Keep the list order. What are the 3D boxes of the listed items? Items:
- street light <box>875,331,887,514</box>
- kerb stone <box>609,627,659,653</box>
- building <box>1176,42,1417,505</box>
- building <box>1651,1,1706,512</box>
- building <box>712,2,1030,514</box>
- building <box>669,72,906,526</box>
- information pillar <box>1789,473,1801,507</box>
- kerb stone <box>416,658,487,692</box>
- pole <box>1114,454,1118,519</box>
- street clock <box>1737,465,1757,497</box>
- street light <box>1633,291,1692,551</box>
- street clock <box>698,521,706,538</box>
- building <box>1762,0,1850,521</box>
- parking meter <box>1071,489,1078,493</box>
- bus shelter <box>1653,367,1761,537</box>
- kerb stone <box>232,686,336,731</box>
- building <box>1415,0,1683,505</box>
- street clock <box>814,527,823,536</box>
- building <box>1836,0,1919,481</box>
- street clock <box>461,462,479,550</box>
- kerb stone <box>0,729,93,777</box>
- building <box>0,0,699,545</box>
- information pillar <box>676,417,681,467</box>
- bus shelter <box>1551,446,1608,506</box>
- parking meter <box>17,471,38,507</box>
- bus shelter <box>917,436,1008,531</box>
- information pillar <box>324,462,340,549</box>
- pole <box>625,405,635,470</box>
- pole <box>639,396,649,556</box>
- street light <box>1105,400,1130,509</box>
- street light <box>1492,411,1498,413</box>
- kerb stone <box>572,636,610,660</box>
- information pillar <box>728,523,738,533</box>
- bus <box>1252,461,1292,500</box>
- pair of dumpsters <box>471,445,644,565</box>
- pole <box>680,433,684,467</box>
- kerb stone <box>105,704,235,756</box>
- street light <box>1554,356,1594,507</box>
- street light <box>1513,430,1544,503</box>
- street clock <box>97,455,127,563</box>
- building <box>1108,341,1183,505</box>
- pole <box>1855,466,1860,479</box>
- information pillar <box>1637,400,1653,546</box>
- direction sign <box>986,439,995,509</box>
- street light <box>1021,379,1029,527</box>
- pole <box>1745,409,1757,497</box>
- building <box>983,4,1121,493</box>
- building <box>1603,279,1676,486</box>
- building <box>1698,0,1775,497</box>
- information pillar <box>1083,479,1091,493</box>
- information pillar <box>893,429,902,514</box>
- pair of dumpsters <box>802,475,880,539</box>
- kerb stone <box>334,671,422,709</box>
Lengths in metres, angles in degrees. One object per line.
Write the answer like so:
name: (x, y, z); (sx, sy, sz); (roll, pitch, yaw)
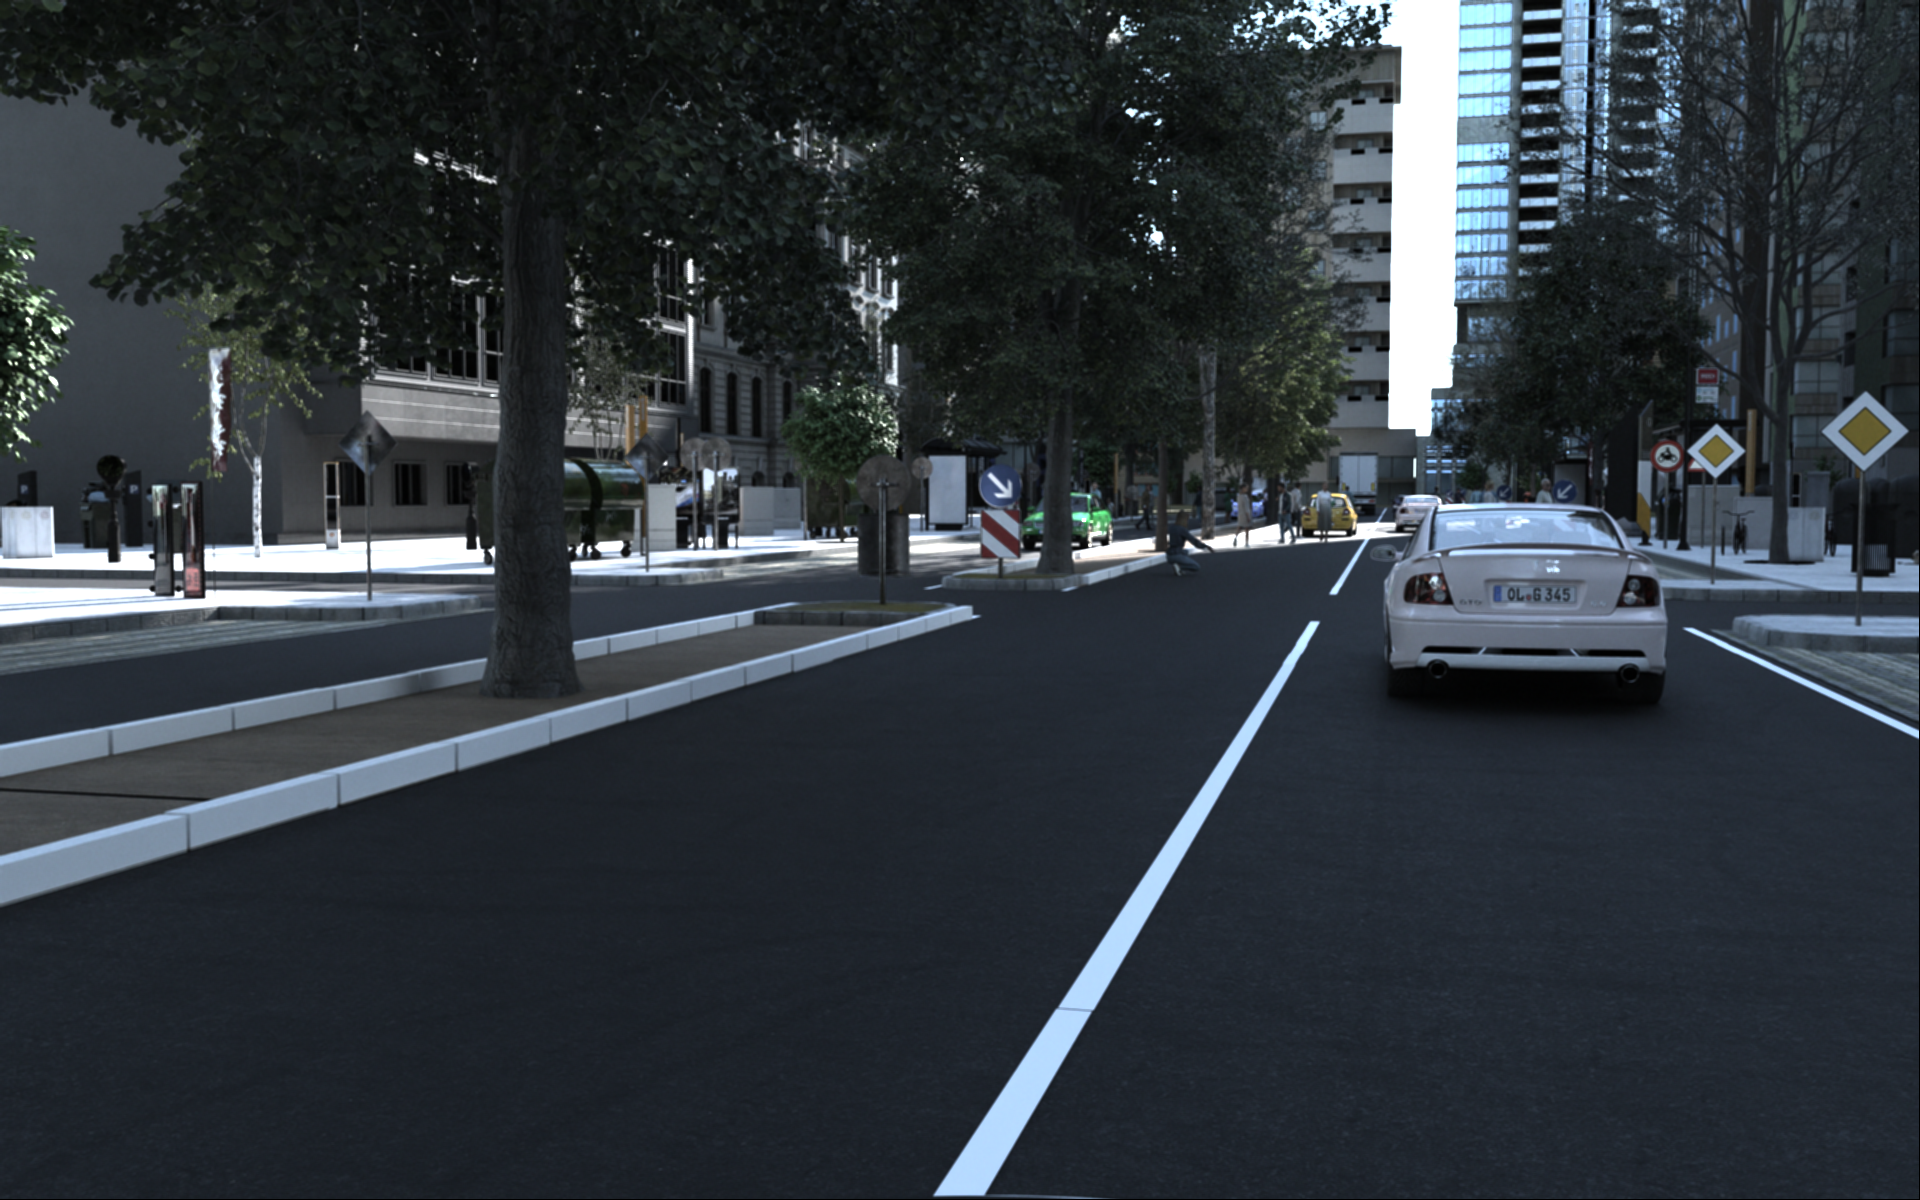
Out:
street light: (-1.791, -4.613, 47.966); (1.470, 5.913, 1.316); (1, 4, 14)
kerb stone: (-3.058, 0.382, 15.946); (0.120, 0.150, 1.000); (1, 4, 14)
building: (40.237, -37.717, 205.904); (27.495, 52.752, 28.713); (1, 4, 14)
building: (58.296, -41.409, 115.289); (20.563, 71.187, 20.611); (1, 4, 14)
building: (-11.705, -26.164, 119.655); (32.217, 40.220, 23.993); (1, 4, 14)
building: (-12.577, -16.195, 83.867); (14.460, 24.649, 34.723); (1, 4, 14)
information pillar: (29.212, -3.432, 60.601); (0.304, 2.012, 0.304); (1, 4, 15)
kerb stone: (-3.812, 0.567, 12.952); (0.120, 0.150, 1.000); (1, 4, 14)
pole: (7.868, -5.721, 87.376); (0.158, 3.312, 0.155); (0, 3, 0)
street clock: (19.880, -2.400, 43.804); (0.358, 2.002, 0.471); (-1, 4, -15)
street light: (15.990, -4.094, 39.485); (1.470, 5.913, 1.316); (1, 4, 14)
street clock: (-7.581, -2.828, 50.808); (0.471, 2.002, 0.358); (3, 5, 42)
building: (47.570, -24.557, 85.094); (14.154, 41.232, 14.086); (1, 4, 14)
parking meter: (5.518, -4.575, 83.212); (0.372, 1.533, 0.369); (0, 3, 0)
bus shelter: (22.347, -4.590, 52.680); (2.179, 5.291, 8.768); (1, 4, 14)
kerb stone: (-4.313, 0.688, 10.950); (0.120, 0.150, 1.000); (1, 4, 14)
building: (67.770, -53.931, 194.445); (31.000, 86.520, 22.319); (1, 4, 14)
street clock: (-4.297, -2.933, 52.529); (0.358, 2.002, 0.471); (-2, 4, -30)
building: (39.988, -17.817, 63.017); (14.160, 30.474, 14.107); (1, 4, 14)
street clock: (-11.216, -2.150, 39.722); (0.471, 2.002, 0.358); (3, 5, 44)
kerb stone: (-4.818, 0.809, 8.961); (0.120, 0.150, 1.000); (1, 4, 14)
building: (-19.322, -16.008, 55.239); (14.314, 27.812, 24.014); (1, 4, 14)
information pillar: (-8.588, -3.760, 52.826); (0.183, 3.616, 0.504); (-1, 4, -17)
bus shelter: (26.550, -4.932, 74.554); (2.014, 3.302, 5.546); (1, 4, 14)
parking meter: (-23.371, -2.307, 43.427); (0.399, 1.863, 0.255); (1, 4, 11)
bus shelter: (0.141, -4.212, 62.785); (2.014, 3.302, 5.546); (1, 4, 14)
information pillar: (-14.590, -2.187, 40.244); (0.304, 2.012, 0.304); (-1, 4, -14)
pole: (-7.565, -2.809, 39.778); (0.158, 3.312, 0.155); (0, 3, 0)
pole: (-6.563, -2.576, 35.959); (0.158, 3.312, 0.155); (0, 3, 0)
street light: (7.836, -6.950, 86.180); (1.470, 5.913, 1.316); (1, 4, 14)
street light: (30.312, -7.578, 96.435); (1.470, 5.913, 1.316); (1, 4, 14)
kerb stone: (-3.316, 0.443, 14.948); (0.120, 0.150, 1.000); (1, 4, 14)
information pillar: (-7.510, -3.231, 57.317); (0.304, 2.012, 0.304); (1, 4, 8)
bus: (23.029, -8.350, 128.073); (2.896, 3.916, 12.252); (1, 4, 13)
pair of dumpsters: (-7.656, -1.877, 33.176); (1.574, 2.255, 4.437); (1, 4, 14)
pole: (-9.338, -3.921, 57.946); (0.158, 3.312, 0.155); (0, 3, 0)
kerb stone: (-4.562, 0.750, 9.955); (0.120, 0.150, 1.000); (1, 4, 14)
street light: (20.733, -5.255, 58.459); (1.470, 5.913, 1.316); (1, 4, 14)
street light: (25.476, -6.412, 77.385); (1.470, 5.913, 1.316); (1, 4, 14)
street clock: (-15.816, -1.699, 32.349); (0.471, 2.002, 0.358); (-1, 4, -10)
building: (12.796, -22.526, 213.342); (28.899, 21.520, 27.650); (1, 4, 14)
pole: (29.737, -3.883, 57.337); (0.158, 3.312, 0.155); (0, 3, 0)
information pillar: (17.053, -3.166, 43.112); (0.504, 3.616, 0.183); (-3, 4, -36)
direction sign: (1.059, -4.729, 69.309); (0.876, 3.537, 0.379); (-3, 4, -37)
street light: (3.067, -5.793, 67.260); (1.470, 5.913, 1.316); (1, 4, 14)
pole: (19.049, -2.930, 41.753); (0.158, 3.312, 0.155); (0, 3, 0)
building: (-0.436, -34.688, 156.393); (27.495, 52.752, 28.713); (1, 4, 14)
building: (67.680, -18.036, 139.930); (27.650, 21.520, 28.899); (1, 4, 14)
building: (51.089, -27.457, 99.034); (14.600, 45.320, 14.200); (1, 4, 14)
information pillar: (6.330, -5.009, 86.387); (0.304, 2.012, 0.304); (-1, 4, -10)
information pillar: (-2.239, -4.335, 62.227); (0.183, 3.616, 0.504); (3, 4, 38)
pair of dumpsters: (-3.322, -2.985, 51.298); (1.574, 2.255, 4.437); (1, 4, 14)
kerb stone: (-4.060, 0.632, 11.956); (0.120, 0.150, 1.000); (1, 4, 14)
